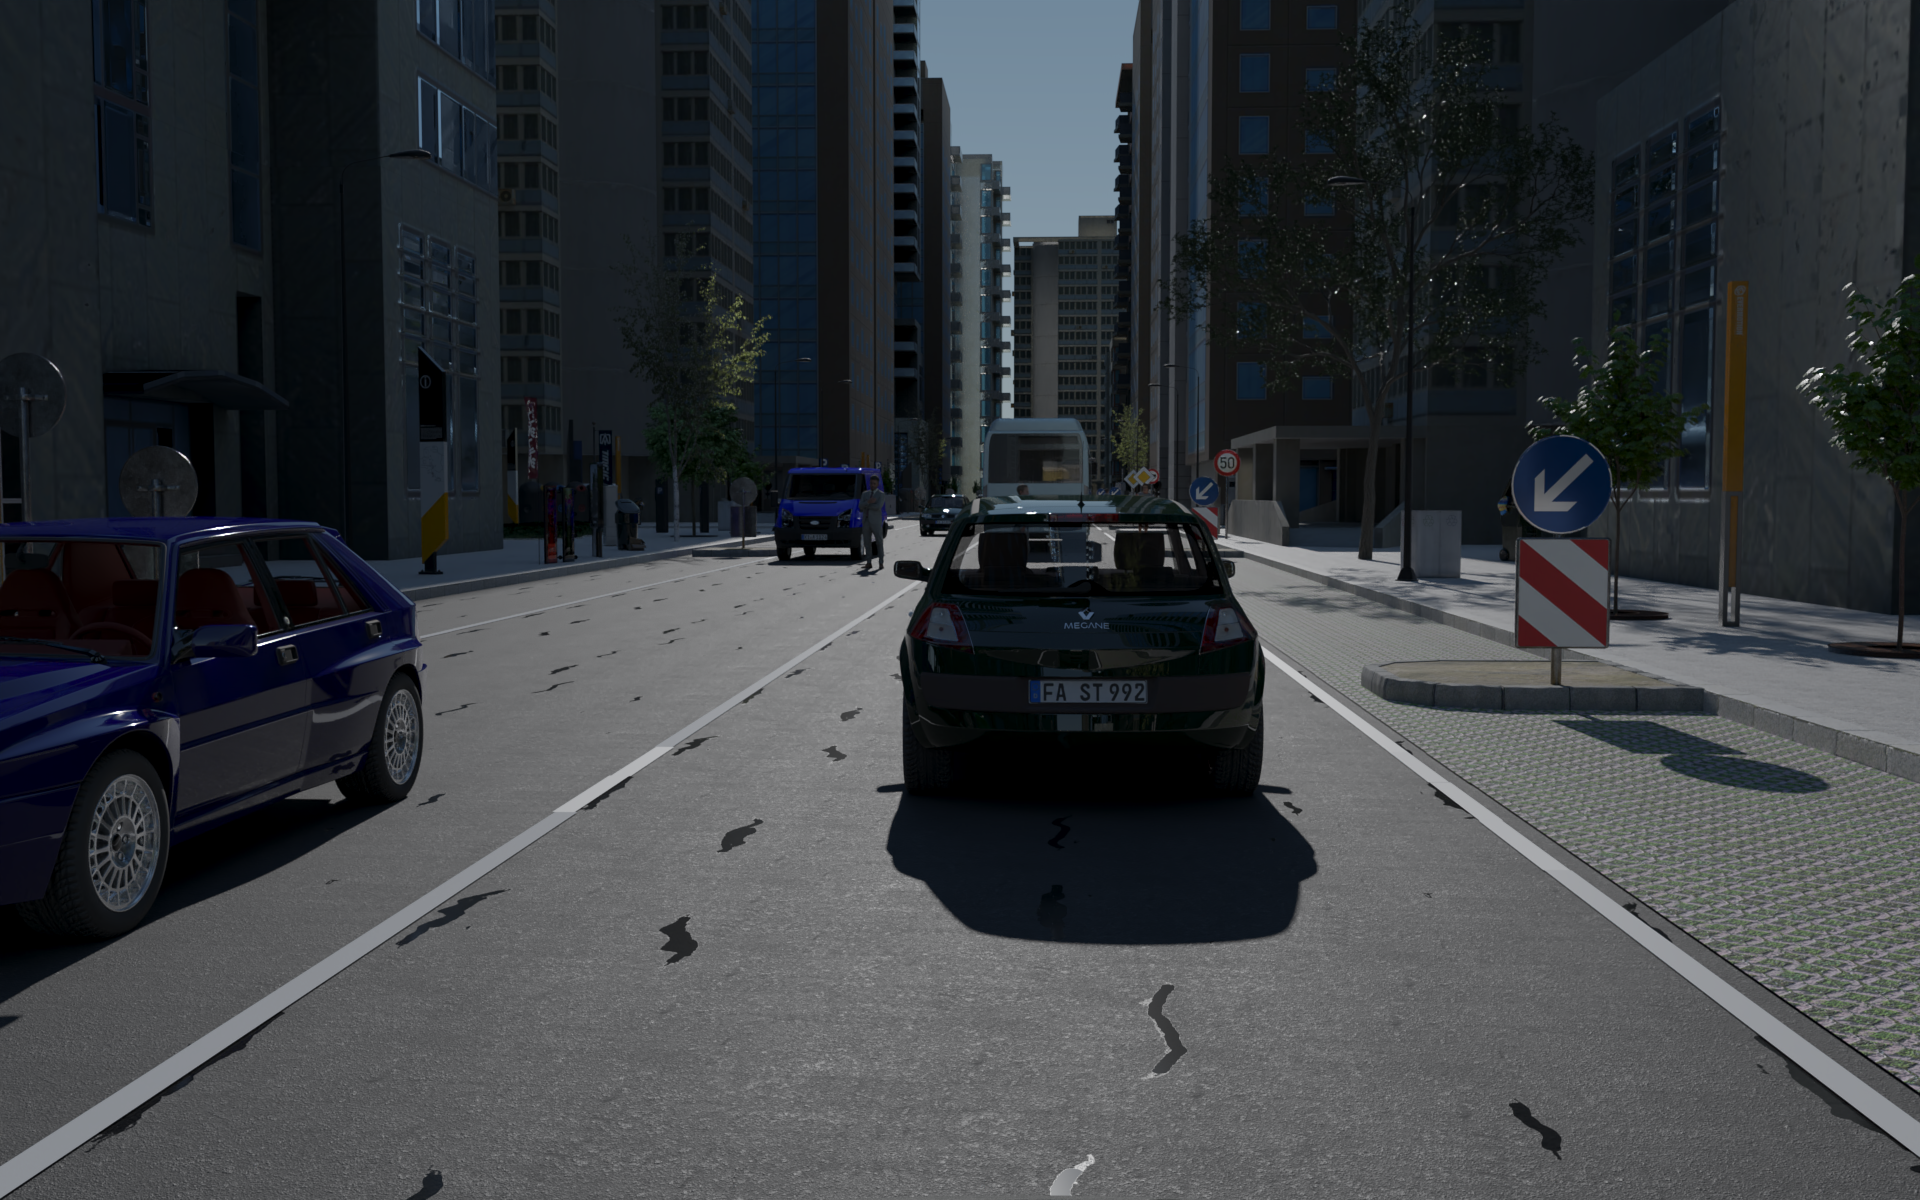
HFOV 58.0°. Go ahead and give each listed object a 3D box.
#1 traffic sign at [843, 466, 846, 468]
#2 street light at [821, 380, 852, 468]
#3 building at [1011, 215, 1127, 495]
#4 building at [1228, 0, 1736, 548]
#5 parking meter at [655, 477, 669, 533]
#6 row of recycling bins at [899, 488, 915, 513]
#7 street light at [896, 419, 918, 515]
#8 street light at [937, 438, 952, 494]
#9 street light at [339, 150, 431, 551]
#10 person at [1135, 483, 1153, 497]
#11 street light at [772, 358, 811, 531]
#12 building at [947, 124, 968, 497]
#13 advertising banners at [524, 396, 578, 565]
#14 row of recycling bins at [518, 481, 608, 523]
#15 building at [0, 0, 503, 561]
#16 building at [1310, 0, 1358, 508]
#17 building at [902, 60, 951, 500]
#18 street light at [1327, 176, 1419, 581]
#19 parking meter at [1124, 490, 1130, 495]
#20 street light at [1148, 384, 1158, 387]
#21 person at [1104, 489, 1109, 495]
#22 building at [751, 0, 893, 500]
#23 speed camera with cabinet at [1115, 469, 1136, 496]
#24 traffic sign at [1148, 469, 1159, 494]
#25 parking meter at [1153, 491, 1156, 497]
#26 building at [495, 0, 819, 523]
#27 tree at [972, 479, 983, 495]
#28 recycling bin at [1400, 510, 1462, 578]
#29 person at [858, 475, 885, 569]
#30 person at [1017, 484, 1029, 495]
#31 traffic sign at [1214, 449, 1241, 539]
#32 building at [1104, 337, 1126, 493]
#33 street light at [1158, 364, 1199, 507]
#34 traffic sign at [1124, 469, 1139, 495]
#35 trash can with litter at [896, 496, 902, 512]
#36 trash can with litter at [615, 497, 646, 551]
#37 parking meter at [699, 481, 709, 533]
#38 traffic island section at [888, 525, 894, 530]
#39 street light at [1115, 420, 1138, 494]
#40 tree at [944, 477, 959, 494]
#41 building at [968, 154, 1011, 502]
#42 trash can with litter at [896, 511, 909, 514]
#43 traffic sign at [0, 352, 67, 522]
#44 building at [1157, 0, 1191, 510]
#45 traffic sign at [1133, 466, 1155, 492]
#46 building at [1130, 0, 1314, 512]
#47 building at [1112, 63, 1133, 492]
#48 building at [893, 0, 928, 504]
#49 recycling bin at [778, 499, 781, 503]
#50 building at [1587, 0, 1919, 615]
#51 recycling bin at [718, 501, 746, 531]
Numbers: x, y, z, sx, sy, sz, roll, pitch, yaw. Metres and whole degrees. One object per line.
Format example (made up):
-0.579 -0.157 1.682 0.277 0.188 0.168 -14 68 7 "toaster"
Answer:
-4.186 -3.615 62.755 0.795 2.450 0.064 0 4 3 "traffic sign"
-5.093 -6.010 70.798 1.470 5.913 1.316 0 4 3 "street light"
19.278 -33.786 244.289 23.993 40.220 32.217 0 4 3 "building"
24.364 -21.742 47.370 32.217 40.220 23.993 0 4 3 "building"
-9.869 -3.154 57.285 0.399 1.863 0.255 1 4 21 "parking meter"
-3.824 -7.027 122.007 1.069 1.692 3.534 0 4 7 "row of recycling bins"
-3.270 -8.212 106.804 1.470 5.913 1.316 0 4 3 "street light"
-1.331 -10.391 142.437 1.470 5.913 1.316 0 4 3 "street light"
-7.828 -3.119 23.543 1.470 5.913 1.316 0 4 3 "street light"
5.797 -2.836 55.219 0.716 1.782 0.532 0 4 7 "person"
-5.778 -5.312 59.388 1.470 5.913 1.316 0 4 3 "street light"
-15.163 -36.103 209.888 30.456 49.044 23.786 0 4 3 "building"
-7.538 -2.184 31.889 0.090 3.025 2.074 1 4 12 "advertising banners"
-13.045 -3.059 57.136 1.069 1.692 3.534 3 4 39 "row of recycling bins"
-20.614 -43.431 22.762 22.319 86.520 31.000 0 4 3 "building"
21.534 -29.262 128.542 14.600 45.320 14.200 0 4 3 "building"
-8.306 -32.635 183.693 14.600 45.320 14.200 0 4 3 "building"
6.071 -3.237 25.473 1.470 5.913 1.316 0 4 3 "street light"
11.421 -6.739 118.588 0.372 1.533 0.369 0 3 0 "parking meter"
8.631 -6.151 73.111 1.470 5.913 1.316 0 4 3 "street light"
9.562 -6.258 111.168 0.716 1.782 0.532 1 4 16 "person"
-12.600 -29.503 132.488 14.600 45.320 14.200 0 4 3 "building"
12.943 -8.628 135.404 0.660 3.252 2.038 3 5 40 "speed camera with cabinet"
9.619 -5.309 86.908 0.768 2.556 0.104 0 4 7 "traffic sign"
10.923 -5.495 98.256 0.372 1.533 0.369 0 3 0 "parking meter"
-23.178 -23.939 83.282 32.217 40.220 23.993 0 4 3 "building"
2.000 -13.623 217.329 1.663 3.219 1.824 0 3 0 "tree"
7.267 -0.868 26.747 0.722 1.027 0.722 0 4 -7 "recycling bin"
-1.693 -1.503 33.259 0.511 1.800 0.466 0 4 7 "person"
1.069 -1.189 29.751 0.330 1.601 0.589 2 4 27 "person"
7.618 -3.018 49.447 0.768 2.556 0.104 0 4 5 "traffic sign"
31.324 -21.993 204.623 27.650 21.520 28.899 0 4 3 "building"
7.974 -5.474 62.037 1.470 5.913 1.316 0 4 3 "street light"
7.018 -4.067 70.134 0.795 2.450 0.064 0 4 3 "traffic sign"
-4.433 -6.557 118.592 0.624 1.170 1.055 1 4 17 "trash can with litter"
-7.450 -1.718 39.482 0.624 1.170 1.055 -2 4 -34 "trash can with litter"
-8.473 -3.160 57.380 0.255 1.863 0.399 -1 4 -19 "parking meter"
-3.784 -2.967 70.792 2.009 0.180 2.903 0 4 3 "traffic island section"
10.576 -8.330 108.744 1.470 5.913 1.316 0 4 3 "street light"
-0.657 -11.044 175.176 1.663 3.219 1.824 0 3 0 "tree"
-8.107 -38.051 241.740 30.456 49.044 23.786 0 4 3 "building"
-4.068 -6.319 114.368 2.233 1.210 1.678 -1 4 -15 "trash can with litter"
-8.415 -0.948 15.605 0.768 2.556 0.104 0 4 5 "traffic sign"
21.986 -34.063 98.921 21.231 58.520 28.212 0 4 3 "building"
6.591 -3.579 62.160 0.795 2.450 0.064 0 4 3 "traffic sign"
22.384 -30.752 152.900 14.600 45.320 14.200 0 4 3 "building"
26.744 -31.820 174.881 22.147 44.769 28.867 0 4 3 "building"
-13.747 -51.833 160.135 22.319 86.520 31.000 0 4 3 "building"
-9.938 -5.266 98.658 0.722 1.027 0.722 3 4 38 "recycling bin"
20.739 -42.658 10.129 22.319 86.520 31.000 0 4 3 "building"
-7.980 -2.938 60.588 0.722 1.027 0.722 2 4 31 "recycling bin"
